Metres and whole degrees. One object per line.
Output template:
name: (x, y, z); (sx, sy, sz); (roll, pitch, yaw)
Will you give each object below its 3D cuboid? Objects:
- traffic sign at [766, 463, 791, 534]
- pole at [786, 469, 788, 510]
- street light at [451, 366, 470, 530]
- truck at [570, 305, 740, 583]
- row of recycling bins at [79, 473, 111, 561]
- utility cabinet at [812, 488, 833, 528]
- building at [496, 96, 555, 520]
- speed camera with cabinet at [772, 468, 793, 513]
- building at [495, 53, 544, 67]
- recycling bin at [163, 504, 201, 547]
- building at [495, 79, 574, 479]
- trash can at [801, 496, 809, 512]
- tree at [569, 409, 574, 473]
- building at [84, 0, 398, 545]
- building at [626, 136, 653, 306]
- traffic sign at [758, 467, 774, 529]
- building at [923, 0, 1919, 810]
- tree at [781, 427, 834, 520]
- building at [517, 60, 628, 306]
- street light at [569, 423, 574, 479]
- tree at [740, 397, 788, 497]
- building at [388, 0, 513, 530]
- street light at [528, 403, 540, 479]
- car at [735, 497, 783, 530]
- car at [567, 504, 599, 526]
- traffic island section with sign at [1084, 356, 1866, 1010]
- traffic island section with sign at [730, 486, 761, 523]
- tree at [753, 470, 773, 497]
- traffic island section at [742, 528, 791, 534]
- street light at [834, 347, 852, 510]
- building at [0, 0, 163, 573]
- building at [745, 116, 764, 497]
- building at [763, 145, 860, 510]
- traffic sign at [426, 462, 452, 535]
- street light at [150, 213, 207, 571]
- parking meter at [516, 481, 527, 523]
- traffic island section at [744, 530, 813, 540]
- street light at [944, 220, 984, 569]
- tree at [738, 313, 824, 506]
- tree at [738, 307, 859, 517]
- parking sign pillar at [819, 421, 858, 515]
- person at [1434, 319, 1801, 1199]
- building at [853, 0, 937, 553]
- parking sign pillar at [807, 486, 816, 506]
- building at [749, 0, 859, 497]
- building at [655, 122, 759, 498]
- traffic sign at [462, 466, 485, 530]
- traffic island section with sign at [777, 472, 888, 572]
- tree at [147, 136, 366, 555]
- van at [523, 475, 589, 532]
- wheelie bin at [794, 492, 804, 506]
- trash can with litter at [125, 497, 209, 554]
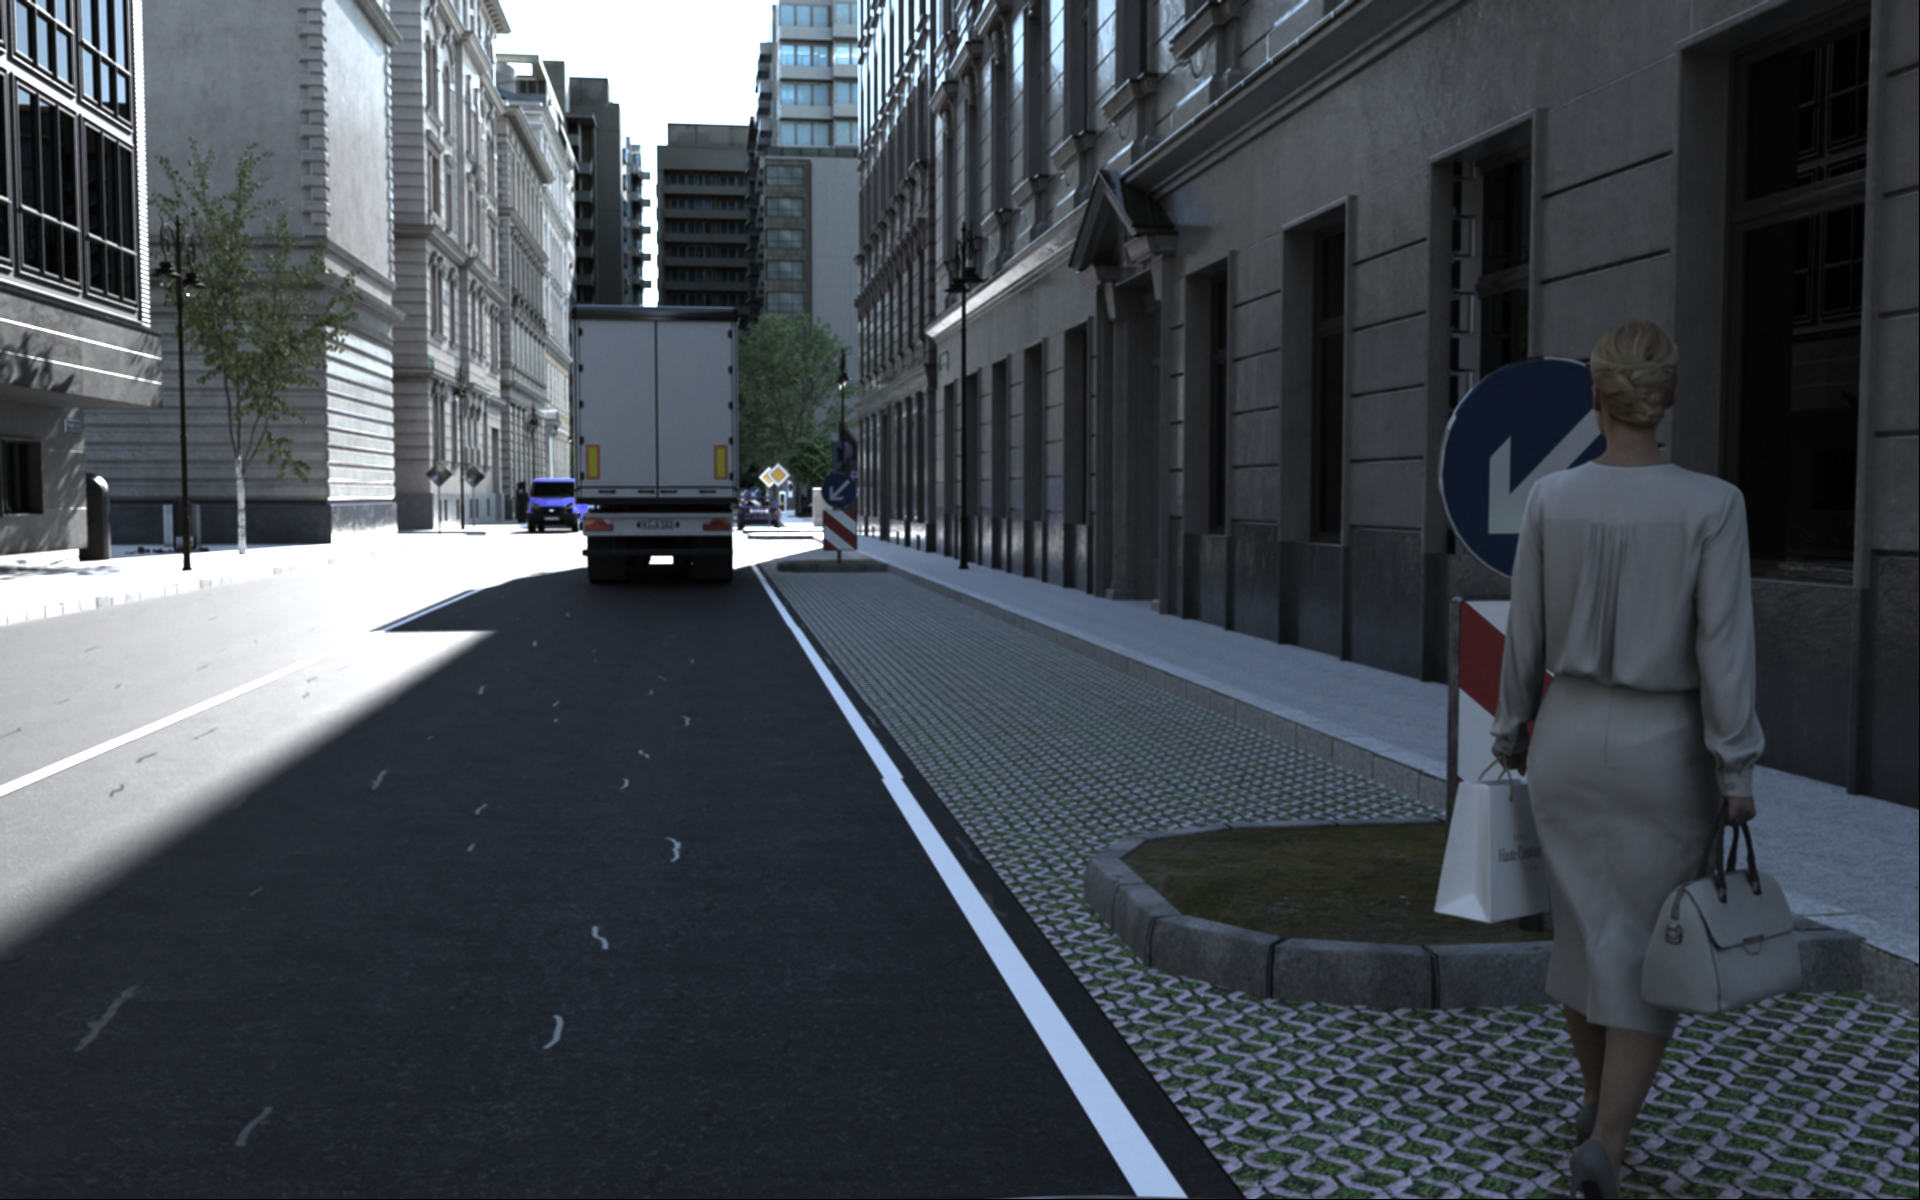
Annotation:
traffic sign: (-5.781, -3.148, 55.111); (0.795, 2.450, 0.064); (-1, 4, -8)
pole: (-13.837, -8.847, 138.487); (0.158, 3.312, 0.155); (0, 3, 0)
street light: (-17.949, -5.479, 62.361); (0.468, 5.910, 1.993); (-1, 4, -8)
truck: (-5.380, -2.600, 31.417); (2.839, 4.237, 11.283); (-1, 4, -9)
row of recycling bins: (-18.284, -1.633, 33.811); (3.534, 1.692, 1.069); (1, 4, 9)
utility cabinet: (-4.947, -3.452, 65.115); (1.173, 1.500, 0.318); (-1, 4, -15)
building: (-28.254, -16.191, 93.600); (11.050, 23.489, 19.941); (-1, 4, -8)
speed camera with cabinet: (-11.912, -7.449, 116.134); (0.660, 3.252, 2.038); (1, 4, 20)
building: (-46.777, -27.776, 146.014); (32.217, 40.220, 23.993); (-1, 4, -8)
recycling bin: (-19.067, -1.829, 42.457); (0.722, 1.027, 0.722); (-1, 4, -13)
building: (-32.608, -20.006, 113.009); (13.634, 28.700, 20.117); (-1, 4, -8)
trash can: (-10.042, -6.095, 111.299); (0.748, 1.137, 0.748); (0, 3, 0)
tree: (-28.944, -11.171, 133.009); (4.360, 8.622, 3.978); (0, 3, 0)
building: (-25.945, -13.347, 47.101); (19.941, 23.489, 11.050); (-1, 4, -8)
building: (-55.743, -37.184, 227.558); (30.456, 49.044, 23.786); (-1, 4, -8)
traffic sign: (-6.938, -3.631, 63.012); (0.795, 2.450, 0.064); (-1, 4, -8)
building: (10.383, -14.669, 16.250); (17.030, 29.872, 44.131); (-1, 4, -8)
tree: (-7.040, -6.181, 84.769); (4.285, 4.588, 4.351); (0, 3, 0)
building: (-49.111, -35.119, 197.901); (21.600, 48.544, 21.300); (-1, 4, -8)
street light: (-25.164, -8.537, 112.368); (0.468, 5.910, 1.993); (-1, 4, -8)
tree: (-14.140, -10.802, 126.982); (4.737, 8.622, 4.395); (0, 3, 0)
building: (-26.634, -17.365, 71.310); (14.401, 28.519, 23.554); (-1, 4, -8)
street light: (-21.558, -7.029, 87.713); (0.468, 5.910, 1.993); (-1, 4, -8)
car: (-8.103, -3.505, 69.879); (1.945, 1.354, 3.894); (0, 4, -7)
car: (-16.770, -4.186, 78.224); (2.009, 1.686, 4.222); (0, 4, -7)
traffic island section with sign: (1.481, 0.176, 5.755); (1.989, 1.847, 2.006); (-1, 4, -8)
traffic island section with sign: (-10.476, -4.820, 87.433); (1.989, 1.847, 2.006); (-1, 4, -8)
tree: (-15.825, -8.833, 139.027); (1.663, 3.219, 1.824); (0, 3, 0)
traffic island section: (-6.916, -2.496, 63.092); (2.009, 0.180, 2.903); (-1, 4, -8)
street light: (-3.692, -5.003, 54.583); (0.468, 5.910, 1.993); (-1, 4, -8)
building: (-19.559, -13.738, 18.130); (14.314, 27.812, 24.014); (-1, 4, -8)
building: (-13.389, -33.347, 199.851); (22.147, 44.769, 28.867); (-1, 4, -8)
building: (-9.703, -23.003, 147.797); (14.160, 30.474, 14.107); (-1, 4, -8)
traffic sign: (-16.119, -3.057, 53.623); (0.795, 2.450, 0.064); (-1, 4, -8)
street light: (-12.959, -3.430, 28.865); (0.468, 5.910, 1.993); (-1, 4, -8)
parking meter: (-19.569, -4.378, 77.285); (0.399, 1.863, 0.255); (0, 4, -2)
traffic island section: (-5.759, -2.013, 55.191); (2.009, 0.180, 2.903); (-1, 4, -8)
street light: (0.065, -3.471, 29.544); (0.468, 5.910, 1.993); (-1, 4, -8)
tree: (-11.982, -11.654, 108.668); (7.486, 12.596, 7.792); (0, 3, 0)
tree: (-9.255, -10.493, 97.313); (9.928, 11.665, 9.643); (0, 3, 0)
parking sign pillar: (-4.174, -4.589, 63.508); (1.447, 3.967, 1.447); (-2, 4, -33)
person: (1.293, 0.328, 3.495); (0.624, 1.780, 0.694); (-3, 4, -39)
building: (2.599, -12.092, 46.857); (9.793, 20.994, 18.267); (-1, 4, -8)
parking sign pillar: (-11.248, -8.963, 135.024); (1.447, 3.967, 1.447); (1, 4, 21)
building: (-8.716, -33.693, 170.482); (23.786, 49.044, 30.456); (-1, 4, -8)
building: (-29.230, -37.101, 230.305); (21.600, 48.544, 21.300); (-1, 4, -8)
traffic sign: (-17.276, -3.540, 61.525); (0.795, 2.450, 0.064); (-1, 4, -8)
traffic island section with sign: (-2.420, -1.456, 32.428); (1.989, 1.847, 2.006); (-1, 4, -8)
tree: (-14.947, -5.255, 36.274); (4.737, 8.622, 4.395); (0, 3, 0)
van: (-15.499, -3.815, 66.752); (2.240, 2.365, 5.245); (0, 4, -8)
wheelie bin: (-11.588, -7.142, 124.679); (0.693, 1.594, 0.980); (-1, 4, -12)
trash can with litter: (-17.446, -1.650, 38.027); (1.678, 1.210, 2.233); (2, 4, 31)
